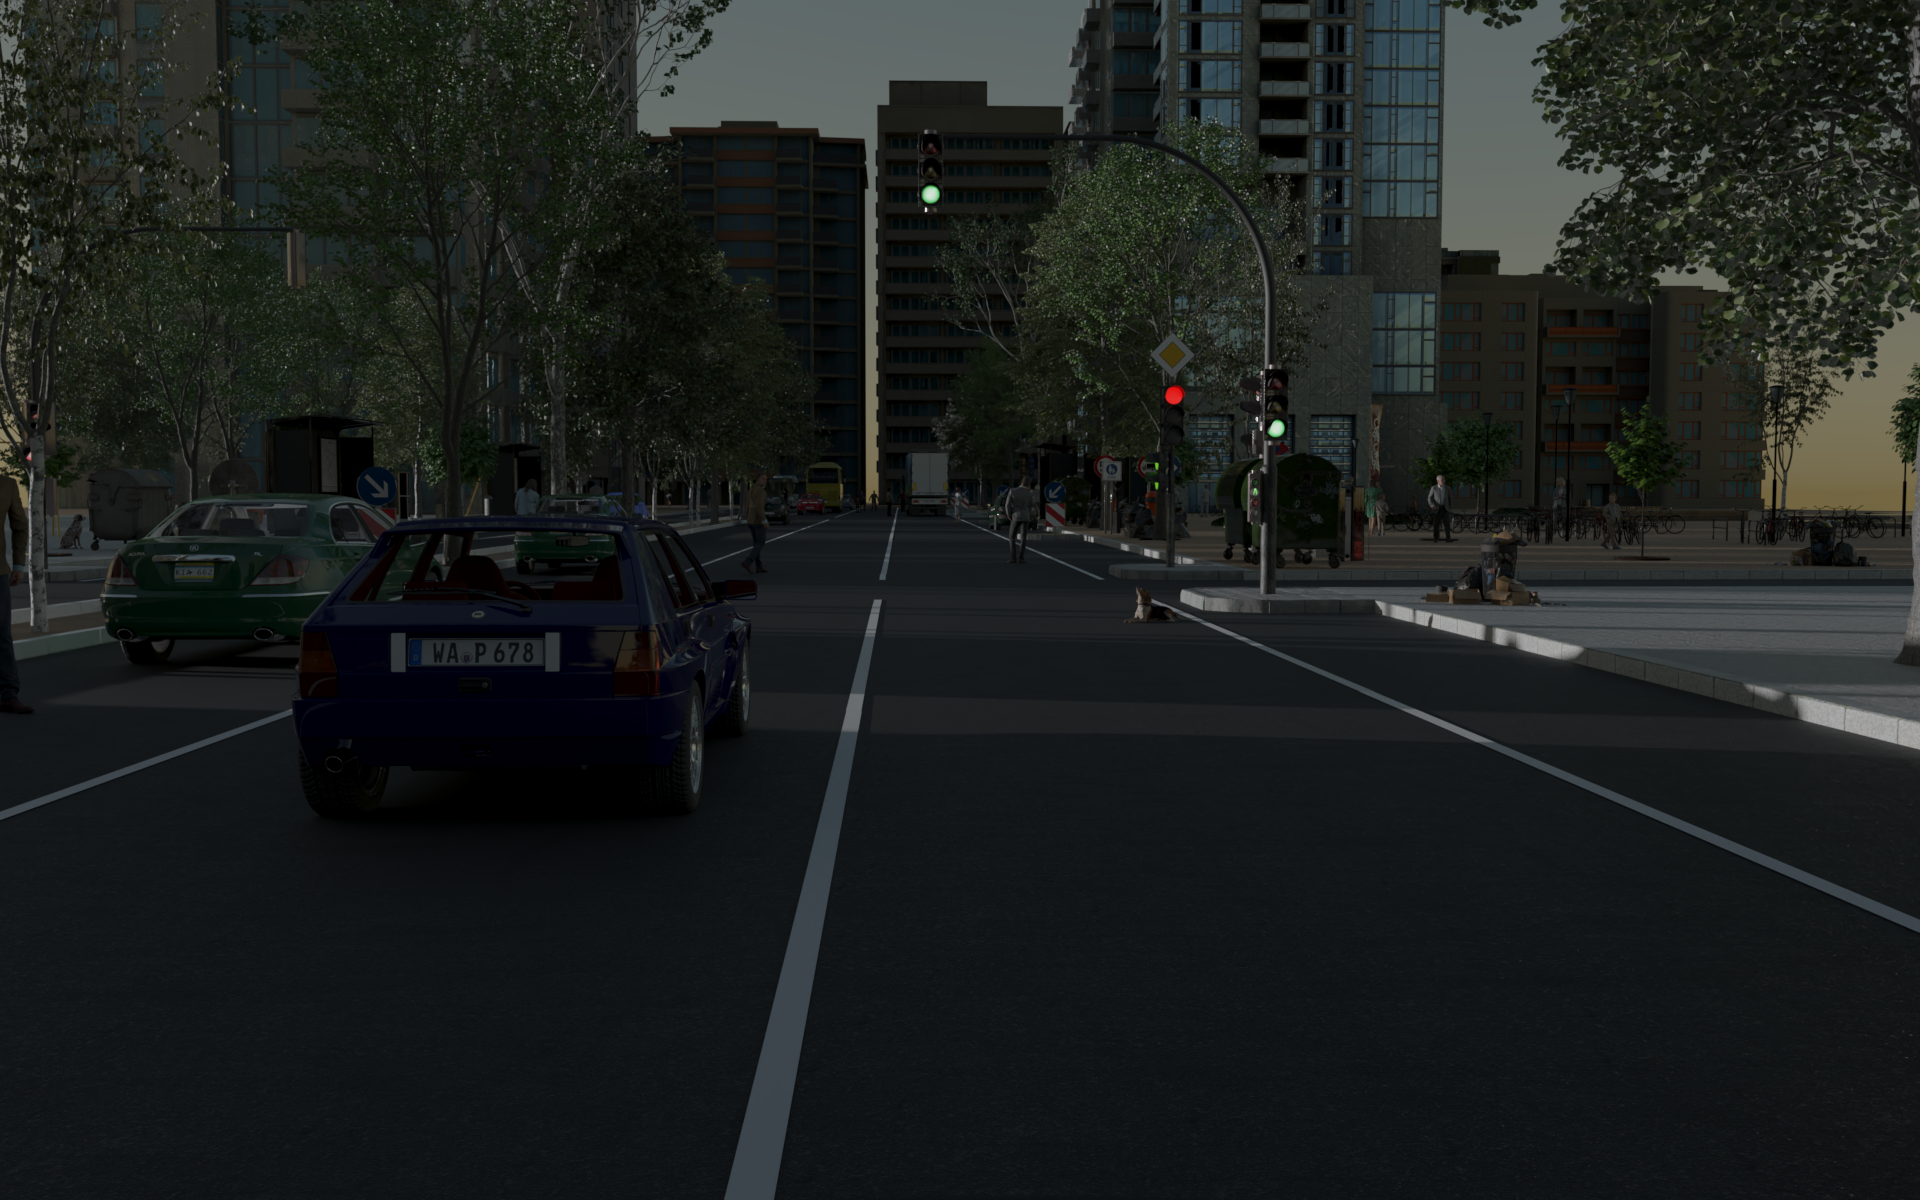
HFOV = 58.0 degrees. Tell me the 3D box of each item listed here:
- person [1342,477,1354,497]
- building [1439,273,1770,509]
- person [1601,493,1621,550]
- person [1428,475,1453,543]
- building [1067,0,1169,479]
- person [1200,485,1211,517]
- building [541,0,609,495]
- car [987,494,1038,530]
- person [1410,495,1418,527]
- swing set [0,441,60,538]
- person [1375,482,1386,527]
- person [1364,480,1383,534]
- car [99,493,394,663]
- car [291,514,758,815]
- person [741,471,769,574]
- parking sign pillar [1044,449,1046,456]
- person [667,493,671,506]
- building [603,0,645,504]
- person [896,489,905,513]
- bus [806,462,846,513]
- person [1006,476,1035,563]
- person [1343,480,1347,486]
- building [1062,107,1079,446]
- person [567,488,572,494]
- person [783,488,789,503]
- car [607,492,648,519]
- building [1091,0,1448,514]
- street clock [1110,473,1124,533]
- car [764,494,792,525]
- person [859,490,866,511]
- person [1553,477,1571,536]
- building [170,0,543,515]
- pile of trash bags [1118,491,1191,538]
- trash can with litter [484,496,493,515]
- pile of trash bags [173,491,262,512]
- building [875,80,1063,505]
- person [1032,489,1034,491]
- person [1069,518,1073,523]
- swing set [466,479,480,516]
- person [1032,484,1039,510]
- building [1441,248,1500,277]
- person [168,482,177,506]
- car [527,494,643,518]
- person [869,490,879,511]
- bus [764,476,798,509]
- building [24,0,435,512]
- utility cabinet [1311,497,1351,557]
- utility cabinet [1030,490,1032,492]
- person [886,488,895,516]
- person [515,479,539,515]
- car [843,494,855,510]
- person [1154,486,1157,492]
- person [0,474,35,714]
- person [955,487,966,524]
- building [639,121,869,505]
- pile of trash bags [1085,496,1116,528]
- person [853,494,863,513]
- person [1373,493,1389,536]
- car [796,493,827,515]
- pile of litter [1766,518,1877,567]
[{"bbox_3d":[11.654,-2.794,51.901,0.661,1.801,0.590,1,4,16],"label":"person"},{"bbox_3d":[54.224,-19.353,161.463,28.899,21.520,27.650,0,4,-2],"label":"building"},{"bbox_3d":[15.123,-1.824,40.140,0.475,1.303,0.640,-2,4,-29],"label":"person"},{"bbox_3d":[12.669,-2.389,45.507,0.661,1.777,0.834,0,4,-7],"label":"person"},{"bbox_3d":[21.688,-32.948,158.304,23.786,49.044,30.456,0,4,-2],"label":"building"},{"bbox_3d":[13.423,-5.433,95.070,0.606,1.804,0.583,-2,4,-29],"label":"person"},{"bbox_3d":[-37.247,-30.099,142.233,14.600,45.320,14.200,0,4,-2],"label":"building"},{"bbox_3d":[2.121,-3.672,69.829,2.009,1.686,4.222,0,4,-4],"label":"car"},{"bbox_3d":[17.879,-3.521,68.274,0.373,1.253,0.362,-1,4,-22],"label":"person"},{"bbox_3d":[-28.615,-3.292,51.445,3.119,2.851,2.862,-2,4,-31],"label":"swing set"},{"bbox_3d":[16.372,-3.749,67.758,0.534,1.772,0.576,0,4,-3],"label":"person"},{"bbox_3d":[13.311,-3.036,55.936,0.600,1.795,0.529,1,4,22],"label":"person"},{"bbox_3d":[-6.192,-0.265,16.130,2.131,1.459,4.920,0,4,-2],"label":"car"},{"bbox_3d":[-2.079,0.213,9.091,1.945,1.354,3.894,0,4,-2],"label":"car"},{"bbox_3d":[-3.658,-1.397,31.252,0.656,1.842,0.836,2,4,29],"label":"person"},{"bbox_3d":[5.192,-7.047,103.695,1.447,3.967,1.447,0,4,-1],"label":"parking sign pillar"},{"bbox_3d":[-30.110,-10.418,179.573,0.628,1.438,0.799,-3,5,-40],"label":"person"},{"bbox_3d":[-41.332,-44.139,159.920,20.611,71.187,20.563,0,4,-2],"label":"building"},{"bbox_3d":[-4.405,-7.601,132.744,0.705,1.831,1.348,-3,5,-44],"label":"person"},{"bbox_3d":[-10.363,-8.689,133.608,2.896,3.916,12.252,0,4,-3],"label":"bus"},{"bbox_3d":[1.244,-1.670,35.989,0.592,1.802,0.473,1,4,18],"label":"person"},{"bbox_3d":[13.912,-3.450,62.791,0.599,1.781,0.374,-1,4,-15],"label":"person"},{"bbox_3d":[19.174,-33.878,204.014,14.200,45.320,14.600,0,4,-2],"label":"building"},{"bbox_3d":[-27.191,-6.926,120.019,1.217,1.736,0.721,3,5,40],"label":"person"},{"bbox_3d":[-11.342,-6.332,112.045,0.705,1.822,1.348,1,4,20],"label":"person"},{"bbox_3d":[-13.597,-3.671,69.605,1.945,1.707,3.694,0,4,-2],"label":"car"},{"bbox_3d":[22.580,-49.776,126.503,22.319,86.520,31.000,0,4,-2],"label":"building"},{"bbox_3d":[5.112,-3.173,56.446,0.471,2.002,0.358,-3,5,-41],"label":"street clock"},{"bbox_3d":[-8.863,-4.354,80.973,2.009,1.686,4.222,0,4,-4],"label":"car"},{"bbox_3d":[-8.129,-8.347,145.421,0.683,1.767,0.568,-3,5,-44],"label":"person"},{"bbox_3d":[18.396,-2.861,53.008,0.537,1.800,0.526,3,4,38],"label":"person"},{"bbox_3d":[-40.938,-30.556,119.192,23.786,49.044,30.456,0,4,-2],"label":"building"},{"bbox_3d":[5.815,-2.565,51.688,1.912,1.369,3.447,0,4,1],"label":"pile of trash bags"},{"bbox_3d":[-20.355,-3.865,74.250,2.233,1.210,1.678,3,4,37],"label":"trash can with litter"},{"bbox_3d":[-19.248,-2.127,44.524,1.912,1.369,3.447,1,4,22],"label":"pile of trash bags"},{"bbox_3d":[0.813,-35.681,207.093,21.600,48.544,21.300,0,4,-2],"label":"building"},{"bbox_3d":[5.890,-8.154,140.294,0.756,1.711,0.436,3,5,45],"label":"person"},{"bbox_3d":[4.958,-4.051,76.961,0.352,1.250,0.332,1,4,13],"label":"person"},{"bbox_3d":[-27.019,-6.363,101.655,3.119,2.851,2.862,2,4,35],"label":"swing set"},{"bbox_3d":[4.120,-5.341,93.552,0.537,1.800,0.526,0,4,2],"label":"person"},{"bbox_3d":[54.801,-26.559,205.937,14.107,30.474,14.160,0,4,-2],"label":"building"},{"bbox_3d":[-23.646,-2.759,51.510,0.532,1.782,0.716,1,4,16],"label":"person"},{"bbox_3d":[-7.096,-1.265,32.486,2.131,1.459,4.920,0,4,-3],"label":"car"},{"bbox_3d":[-7.497,-8.637,150.264,0.990,1.755,0.434,-2,4,-24],"label":"person"},{"bbox_3d":[-17.263,-10.616,168.426,2.948,3.499,13.247,0,4,-3],"label":"bus"},{"bbox_3d":[-67.143,-32.975,158.744,30.456,49.044,23.786,0,4,-2],"label":"building"},{"bbox_3d":[7.645,-1.485,35.443,1.020,1.237,0.306,-2,4,-24],"label":"utility cabinet"},{"bbox_3d":[3.510,-5.521,98.940,1.173,1.500,0.318,1,4,22],"label":"utility cabinet"},{"bbox_3d":[-4.513,-6.286,111.280,0.705,1.823,1.348,-1,4,-22],"label":"person"},{"bbox_3d":[-10.396,-1.999,41.452,0.793,1.790,0.793,-3,5,-41],"label":"person"},{"bbox_3d":[-10.465,-8.807,155.998,2.014,1.417,4.499,0,4,0],"label":"car"},{"bbox_3d":[11.214,-5.635,98.590,0.576,1.772,0.534,-1,4,-14],"label":"person"},{"bbox_3d":[-6.474,-0.178,11.314,0.836,1.842,0.656,1,4,20],"label":"person"},{"bbox_3d":[0.001,-4.598,84.251,0.480,1.755,0.524,3,5,39],"label":"person"},{"bbox_3d":[-25.400,-33.732,206.137,28.867,44.769,22.147,0,4,-2],"label":"building"},{"bbox_3d":[5.755,-3.462,66.349,1.912,1.369,3.447,0,4,6],"label":"pile of trash bags"},{"bbox_3d":[-7.850,-7.409,132.896,0.557,1.426,1.065,3,5,44],"label":"person"},{"bbox_3d":[12.944,-2.628,53.280,0.475,1.303,0.640,1,4,14],"label":"person"},{"bbox_3d":[-10.240,-6.750,119.396,2.155,1.783,4.494,0,4,-2],"label":"car"},{"bbox_3d":[15.473,-1.049,31.118,1.176,0.858,1.719,-3,5,-43],"label":"pile of litter"}]
